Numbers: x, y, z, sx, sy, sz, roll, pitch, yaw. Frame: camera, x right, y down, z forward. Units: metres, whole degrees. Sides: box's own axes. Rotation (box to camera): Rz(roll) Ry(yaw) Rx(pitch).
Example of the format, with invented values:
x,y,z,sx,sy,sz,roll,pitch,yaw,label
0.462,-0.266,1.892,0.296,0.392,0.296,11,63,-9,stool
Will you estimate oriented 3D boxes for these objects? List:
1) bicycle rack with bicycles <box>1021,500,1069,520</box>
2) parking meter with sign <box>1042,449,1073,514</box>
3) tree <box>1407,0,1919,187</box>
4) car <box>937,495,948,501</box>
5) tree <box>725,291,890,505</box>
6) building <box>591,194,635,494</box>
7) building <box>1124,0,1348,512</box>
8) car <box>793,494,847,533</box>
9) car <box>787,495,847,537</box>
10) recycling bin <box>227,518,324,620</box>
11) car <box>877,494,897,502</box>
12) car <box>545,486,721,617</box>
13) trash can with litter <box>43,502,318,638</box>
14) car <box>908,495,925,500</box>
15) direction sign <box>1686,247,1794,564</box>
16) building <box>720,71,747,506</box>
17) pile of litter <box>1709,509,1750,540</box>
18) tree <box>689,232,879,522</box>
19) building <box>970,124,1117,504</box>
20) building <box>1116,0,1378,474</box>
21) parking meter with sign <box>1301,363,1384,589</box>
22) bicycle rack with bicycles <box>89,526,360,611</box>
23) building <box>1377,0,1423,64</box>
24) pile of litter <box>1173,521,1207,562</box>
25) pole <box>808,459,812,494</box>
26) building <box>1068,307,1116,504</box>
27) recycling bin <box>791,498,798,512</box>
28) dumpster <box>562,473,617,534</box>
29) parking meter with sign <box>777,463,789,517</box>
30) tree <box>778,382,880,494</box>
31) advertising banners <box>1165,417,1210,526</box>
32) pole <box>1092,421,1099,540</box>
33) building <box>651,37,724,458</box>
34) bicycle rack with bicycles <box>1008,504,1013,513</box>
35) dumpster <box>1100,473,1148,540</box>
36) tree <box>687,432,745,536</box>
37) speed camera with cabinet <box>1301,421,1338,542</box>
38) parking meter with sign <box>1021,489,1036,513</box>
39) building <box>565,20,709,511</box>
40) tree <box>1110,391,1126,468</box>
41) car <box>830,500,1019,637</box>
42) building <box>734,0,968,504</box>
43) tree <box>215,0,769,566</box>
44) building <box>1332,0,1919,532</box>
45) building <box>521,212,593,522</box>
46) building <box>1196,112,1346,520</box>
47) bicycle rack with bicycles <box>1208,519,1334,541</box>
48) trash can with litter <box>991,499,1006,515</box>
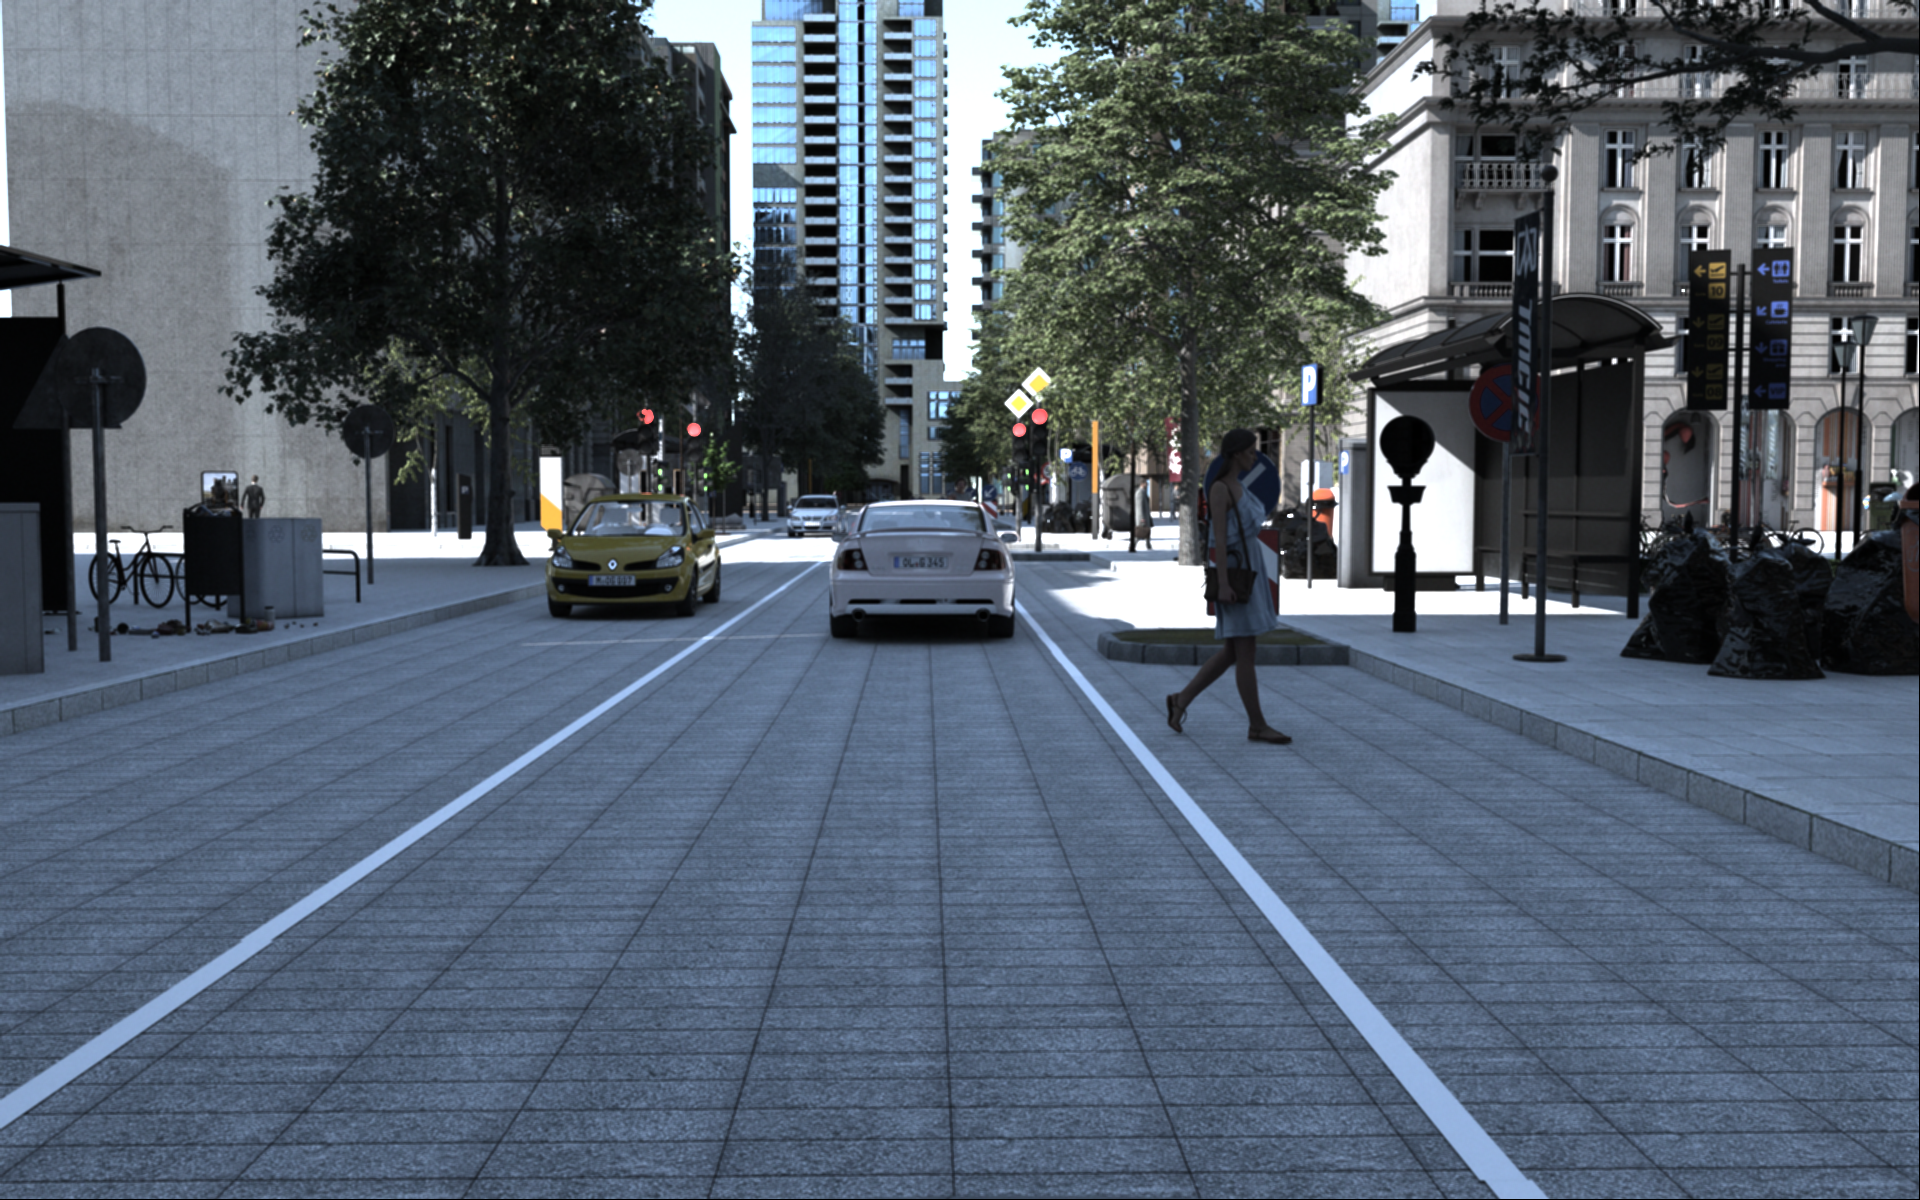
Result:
x,y,z,sx,sy,sz,roll,pitch,yaw,label
5.031,-4.492,86.819,2.925,0.926,2.852,-2,4,-31,bicycle rack with bicycles
3.685,-4.248,65.713,0.543,3.016,1.738,2,4,28,parking meter with sign
5.287,-4.512,8.177,8.767,10.594,7.601,1,4,13,tree
-1.289,-9.576,169.148,1.945,1.354,3.894,0,4,-1,car
-9.856,-12.267,107.227,9.857,13.997,8.962,0,3,0,tree
-24.568,-15.717,106.118,9.793,20.994,18.267,0,4,-1,building
20.120,-29.338,129.791,14.600,45.320,14.200,0,4,-1,building
-5.197,-3.349,64.540,2.009,1.686,4.222,0,4,-3,car
-4.838,-2.884,59.149,2.014,1.417,4.499,0,4,1,car
-7.153,-0.338,18.079,0.722,1.027,0.722,3,4,38,recycling bin
-7.843,-10.706,186.846,2.131,1.459,4.920,0,4,-2,car
-3.984,-0.688,21.468,2.015,1.641,3.980,0,4,-2,car
-7.330,-0.314,16.187,2.233,1.210,1.678,0,4,-3,trash can with litter
-4.788,-10.900,190.793,1.945,1.354,3.894,0,4,-3,car
7.217,-1.474,16.096,0.876,3.537,0.379,1,4,16,direction sign
-35.834,-31.760,173.893,28.867,44.769,22.147,0,4,-1,building
21.530,-2.134,48.863,1.719,0.858,1.176,1,4,12,pile of litter
-9.012,-10.428,80.868,12.009,13.543,11.850,0,3,0,tree
16.591,-37.140,226.850,30.456,49.044,23.786,0,4,-1,building
22.403,-43.313,146.427,20.563,71.187,20.611,0,4,-1,building
5.549,-1.668,23.532,1.738,3.016,0.543,-1,4,-11,parking meter with sign
-8.308,-0.411,20.104,2.925,0.926,2.852,3,4,38,bicycle rack with bicycles
47.313,-55.880,226.310,31.000,86.520,22.319,0,4,-1,building
4.729,-1.183,33.303,1.176,0.858,1.719,0,4,-5,pile of litter
-8.651,-6.489,99.934,0.158,3.312,0.155,0,3,0,pole
25.787,-20.042,172.729,27.650,21.520,28.899,0,4,-1,building
-10.284,-5.916,109.286,0.722,1.027,0.722,-1,4,-12,recycling bin
-10.535,-2.657,49.206,1.264,1.857,1.865,0,4,-1,dumpster
-9.956,-6.166,97.082,0.543,3.016,1.738,0,4,7,parking meter with sign
-9.477,-11.401,120.823,7.601,10.594,8.767,1,4,18,tree
5.484,-2.603,38.740,2.074,3.025,0.090,2,4,34,advertising banners
3.792,-3.344,48.519,0.158,3.312,0.155,0,3,0,pole
-28.632,-28.648,151.987,14.154,41.232,14.086,0,4,-1,building
4.961,-6.234,115.302,2.925,0.926,2.852,2,4,35,bicycle rack with bicycles
4.653,-2.635,48.842,1.264,1.857,1.865,0,4,-1,dumpster
-7.726,-3.633,53.994,1.663,3.219,1.824,0,3,0,tree
10.093,-3.193,46.534,0.660,3.252,2.038,-2,4,-33,speed camera with cabinet
4.835,-7.524,119.273,1.738,3.016,0.543,0,4,-3,parking meter with sign
-35.751,-26.961,132.686,32.217,40.220,23.993,0,4,-1,building
10.726,-8.707,92.722,4.360,8.622,3.978,0,3,0,tree
-0.382,-0.388,18.701,2.083,1.381,4.827,0,4,0,car
-14.669,-55.763,224.395,31.000,86.520,22.319,0,4,-1,building
-8.177,-6.969,30.954,9.611,12.733,9.660,0,3,0,tree
26.975,-13.557,63.464,24.055,21.916,13.314,0,4,-1,building
-25.010,-15.772,86.746,11.050,23.489,19.941,0,4,-1,building
19.208,-15.292,100.933,10.553,20.767,40.483,0,4,-1,building
5.957,-1.389,36.090,2.852,0.926,2.925,-2,4,-32,bicycle rack with bicycles
2.267,-5.686,104.359,1.055,1.170,0.624,0,4,6,trash can with litter
